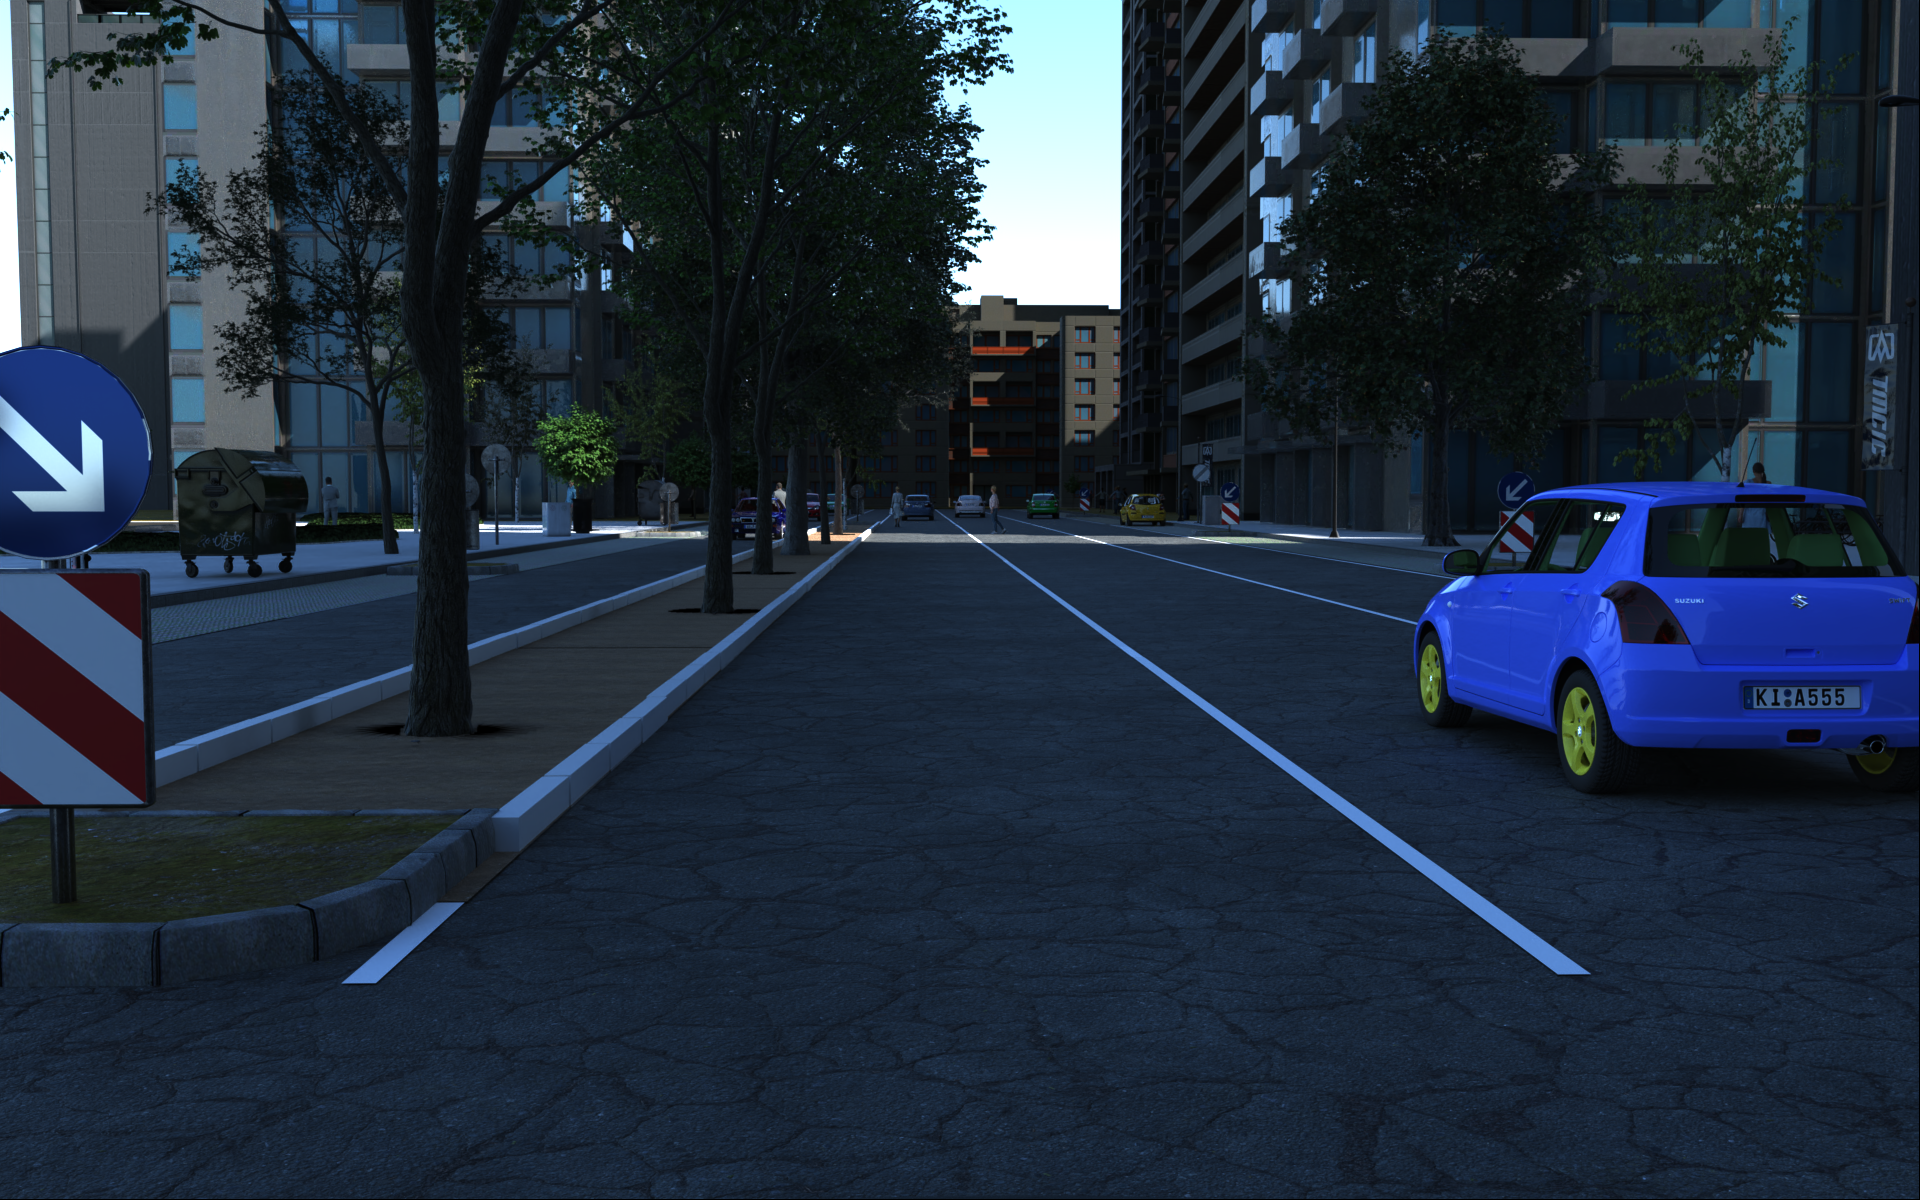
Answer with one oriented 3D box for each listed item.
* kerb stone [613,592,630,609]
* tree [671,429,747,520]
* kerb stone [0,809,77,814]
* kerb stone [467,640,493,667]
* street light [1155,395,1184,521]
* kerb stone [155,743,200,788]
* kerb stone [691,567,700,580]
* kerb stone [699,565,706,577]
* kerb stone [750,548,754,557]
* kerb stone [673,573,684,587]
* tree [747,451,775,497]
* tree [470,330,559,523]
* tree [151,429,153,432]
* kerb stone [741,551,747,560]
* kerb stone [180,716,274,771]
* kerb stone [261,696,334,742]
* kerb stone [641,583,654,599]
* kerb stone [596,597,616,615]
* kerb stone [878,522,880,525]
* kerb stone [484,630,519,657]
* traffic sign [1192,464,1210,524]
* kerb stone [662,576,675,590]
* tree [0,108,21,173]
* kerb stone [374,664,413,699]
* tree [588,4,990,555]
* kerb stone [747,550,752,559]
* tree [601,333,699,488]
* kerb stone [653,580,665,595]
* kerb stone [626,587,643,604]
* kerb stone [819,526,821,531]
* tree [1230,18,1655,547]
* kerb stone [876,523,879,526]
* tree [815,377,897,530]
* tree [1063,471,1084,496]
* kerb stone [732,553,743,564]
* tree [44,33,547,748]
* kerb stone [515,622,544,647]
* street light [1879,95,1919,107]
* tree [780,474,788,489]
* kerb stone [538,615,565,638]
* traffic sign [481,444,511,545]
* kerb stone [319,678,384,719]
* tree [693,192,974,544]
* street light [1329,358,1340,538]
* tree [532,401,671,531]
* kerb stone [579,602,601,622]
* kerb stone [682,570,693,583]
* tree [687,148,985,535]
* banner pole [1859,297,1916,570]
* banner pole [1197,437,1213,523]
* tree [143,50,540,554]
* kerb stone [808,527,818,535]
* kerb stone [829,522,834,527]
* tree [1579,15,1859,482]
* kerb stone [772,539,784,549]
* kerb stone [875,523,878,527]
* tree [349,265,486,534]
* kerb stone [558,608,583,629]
[{"bbox_3d":[-4.307,0.039,21.674,0.120,0.150,1.000,0,4,-2],"label":"kerb stone"},{"bbox_3d":[-13.358,-6.359,87.678,4.285,4.588,4.351,0,3,0],"label":"tree"},{"bbox_3d":[-3.924,0.909,7.329,0.120,0.150,1.000,0,4,-2],"label":"kerb stone"},{"bbox_3d":[-4.112,0.471,14.492,0.120,0.150,1.000,0,4,-2],"label":"kerb stone"},{"bbox_3d":[9.823,-6.645,81.183,1.470,5.913,1.316,0,4,-2],"label":"street light"},{"bbox_3d":[-3.948,0.849,8.355,0.120,0.150,1.000,0,4,-2],"label":"kerb stone"},{"bbox_3d":[-4.498,-0.409,28.877,0.120,0.150,1.000,0,4,-2],"label":"kerb stone"},{"bbox_3d":[-4.522,-0.472,29.909,0.120,0.150,1.000,0,4,-2],"label":"kerb stone"},{"bbox_3d":[-4.765,-1.034,39.141,0.120,0.150,1.000,0,4,-2],"label":"kerb stone"},{"bbox_3d":[-4.440,-0.280,26.828,0.120,0.150,1.000,0,4,-2],"label":"kerb stone"},{"bbox_3d":[-14.548,-7.585,107.722,4.285,4.588,4.351,0,3,0],"label":"tree"},{"bbox_3d":[-20.072,-7.816,78.155,4.360,8.622,3.978,0,3,0],"label":"tree"},{"bbox_3d":[-24.299,-3.947,48.250,4.285,4.588,4.351,0,3,0],"label":"tree"},{"bbox_3d":[-4.715,-0.911,37.089,0.120,0.150,1.000,0,4,-2],"label":"kerb stone"},{"bbox_3d":[-3.977,0.784,9.380,0.120,0.150,1.000,0,4,-2],"label":"kerb stone"},{"bbox_3d":[-4.004,0.724,10.402,0.120,0.150,1.000,0,4,-2],"label":"kerb stone"},{"bbox_3d":[-4.358,-0.094,23.732,0.120,0.150,1.000,0,4,-2],"label":"kerb stone"},{"bbox_3d":[-4.284,0.095,20.644,0.120,0.150,1.000,0,4,-2],"label":"kerb stone"},{"bbox_3d":[-3.564,-3.107,73.000,0.120,0.150,1.000,0,4,-2],"label":"kerb stone"},{"bbox_3d":[-4.147,0.409,15.514,0.120,0.150,1.000,0,4,-2],"label":"kerb stone"},{"bbox_3d":[10.258,-4.503,73.733,0.768,2.556,0.104,0,4,2],"label":"traffic sign"},{"bbox_3d":[-4.415,-0.219,25.796,0.120,0.150,1.000,0,4,-2],"label":"kerb stone"},{"bbox_3d":[-11.750,-4.073,16.959,4.360,8.622,3.978,0,3,0],"label":"tree"},{"bbox_3d":[-4.059,0.601,12.447,0.120,0.150,1.000,0,4,-2],"label":"kerb stone"},{"bbox_3d":[-3.867,-8.021,40.261,9.857,13.997,8.962,0,3,0],"label":"tree"},{"bbox_3d":[-4.740,-0.974,38.112,0.120,0.150,1.000,0,4,-2],"label":"kerb stone"},{"bbox_3d":[-13.420,-7.731,76.768,4.737,8.622,4.395,0,3,0],"label":"tree"},{"bbox_3d":[-4.383,-0.157,24.766,0.120,0.150,1.000,0,4,-2],"label":"kerb stone"},{"bbox_3d":[-4.330,-0.031,22.708,0.120,0.150,1.000,0,4,-2],"label":"kerb stone"},{"bbox_3d":[-5.476,-2.660,65.784,0.120,0.150,1.000,0,4,-2],"label":"kerb stone"},{"bbox_3d":[11.828,-7.669,42.392,9.611,12.733,9.660,0,3,0],"label":"tree"},{"bbox_3d":[-3.509,-2.982,70.947,0.120,0.150,1.000,0,4,-2],"label":"kerb stone"},{"bbox_3d":[-4.514,-7.071,68.427,4.737,8.622,4.395,0,3,0],"label":"tree"},{"bbox_3d":[9.367,-9.216,145.283,1.663,3.219,1.824,0,3,0],"label":"tree"},{"bbox_3d":[-4.692,-0.848,36.067,0.120,0.150,1.000,0,4,-2],"label":"kerb stone"},{"bbox_3d":[-2.987,-4.994,9.857,9.928,11.665,9.643,0,3,0],"label":"tree"},{"bbox_3d":[-4.166,0.350,16.536,0.120,0.150,1.000,0,4,-2],"label":"kerb stone"},{"bbox_3d":[11.402,-2.924,20.354,1.470,5.913,1.316,0,4,-2],"label":"street light"},{"bbox_3d":[-14.431,-9.294,146.553,1.663,3.219,1.824,0,3,0],"label":"tree"},{"bbox_3d":[-4.191,0.284,17.560,0.120,0.150,1.000,0,4,-2],"label":"kerb stone"},{"bbox_3d":[-11.724,-2.672,43.795,0.768,2.556,0.104,0,4,0],"label":"traffic sign"},{"bbox_3d":[-4.034,0.659,11.425,0.120,0.150,1.000,0,4,-2],"label":"kerb stone"},{"bbox_3d":[-3.794,-6.869,49.182,8.767,10.594,7.601,0,4,-2],"label":"tree"},{"bbox_3d":[10.507,-4.794,50.915,1.470,5.913,1.316,0,4,-2],"label":"street light"},{"bbox_3d":[-13.404,-4.728,61.024,4.285,4.588,4.351,0,3,0],"label":"tree"},{"bbox_3d":[-4.247,0.158,19.617,0.120,0.150,1.000,0,4,-2],"label":"kerb stone"},{"bbox_3d":[-4.466,-0.346,27.850,0.120,0.150,1.000,0,4,-2],"label":"kerb stone"},{"bbox_3d":[-4.214,-8.991,59.826,12.009,13.543,11.850,0,3,0],"label":"tree"},{"bbox_3d":[11.981,-1.976,22.323,0.401,3.779,0.863,-2,4,-25],"label":"banner pole"},{"bbox_3d":[10.669,-5.248,75.823,0.863,3.779,0.401,1,4,19],"label":"banner pole"},{"bbox_3d":[-12.536,-6.272,36.960,7.601,10.594,8.767,1,4,13],"label":"tree"},{"bbox_3d":[-5.419,-2.540,63.740,0.120,0.150,1.000,0,4,-2],"label":"kerb stone"},{"bbox_3d":[-5.831,-3.481,79.104,0.120,0.150,1.000,0,4,-2],"label":"kerb stone"},{"bbox_3d":[12.130,-4.719,27.513,4.737,8.622,4.395,0,3,0],"label":"tree"},{"bbox_3d":[-4.975,-1.532,47.344,0.120,0.150,1.000,0,4,-2],"label":"kerb stone"},{"bbox_3d":[-3.485,-2.919,69.924,0.120,0.150,1.000,0,4,-2],"label":"kerb stone"},{"bbox_3d":[-17.387,-6.455,55.905,4.737,8.622,4.395,0,3,0],"label":"tree"},{"bbox_3d":[-4.227,0.221,18.585,0.120,0.150,1.000,0,4,-2],"label":"kerb stone"}]
